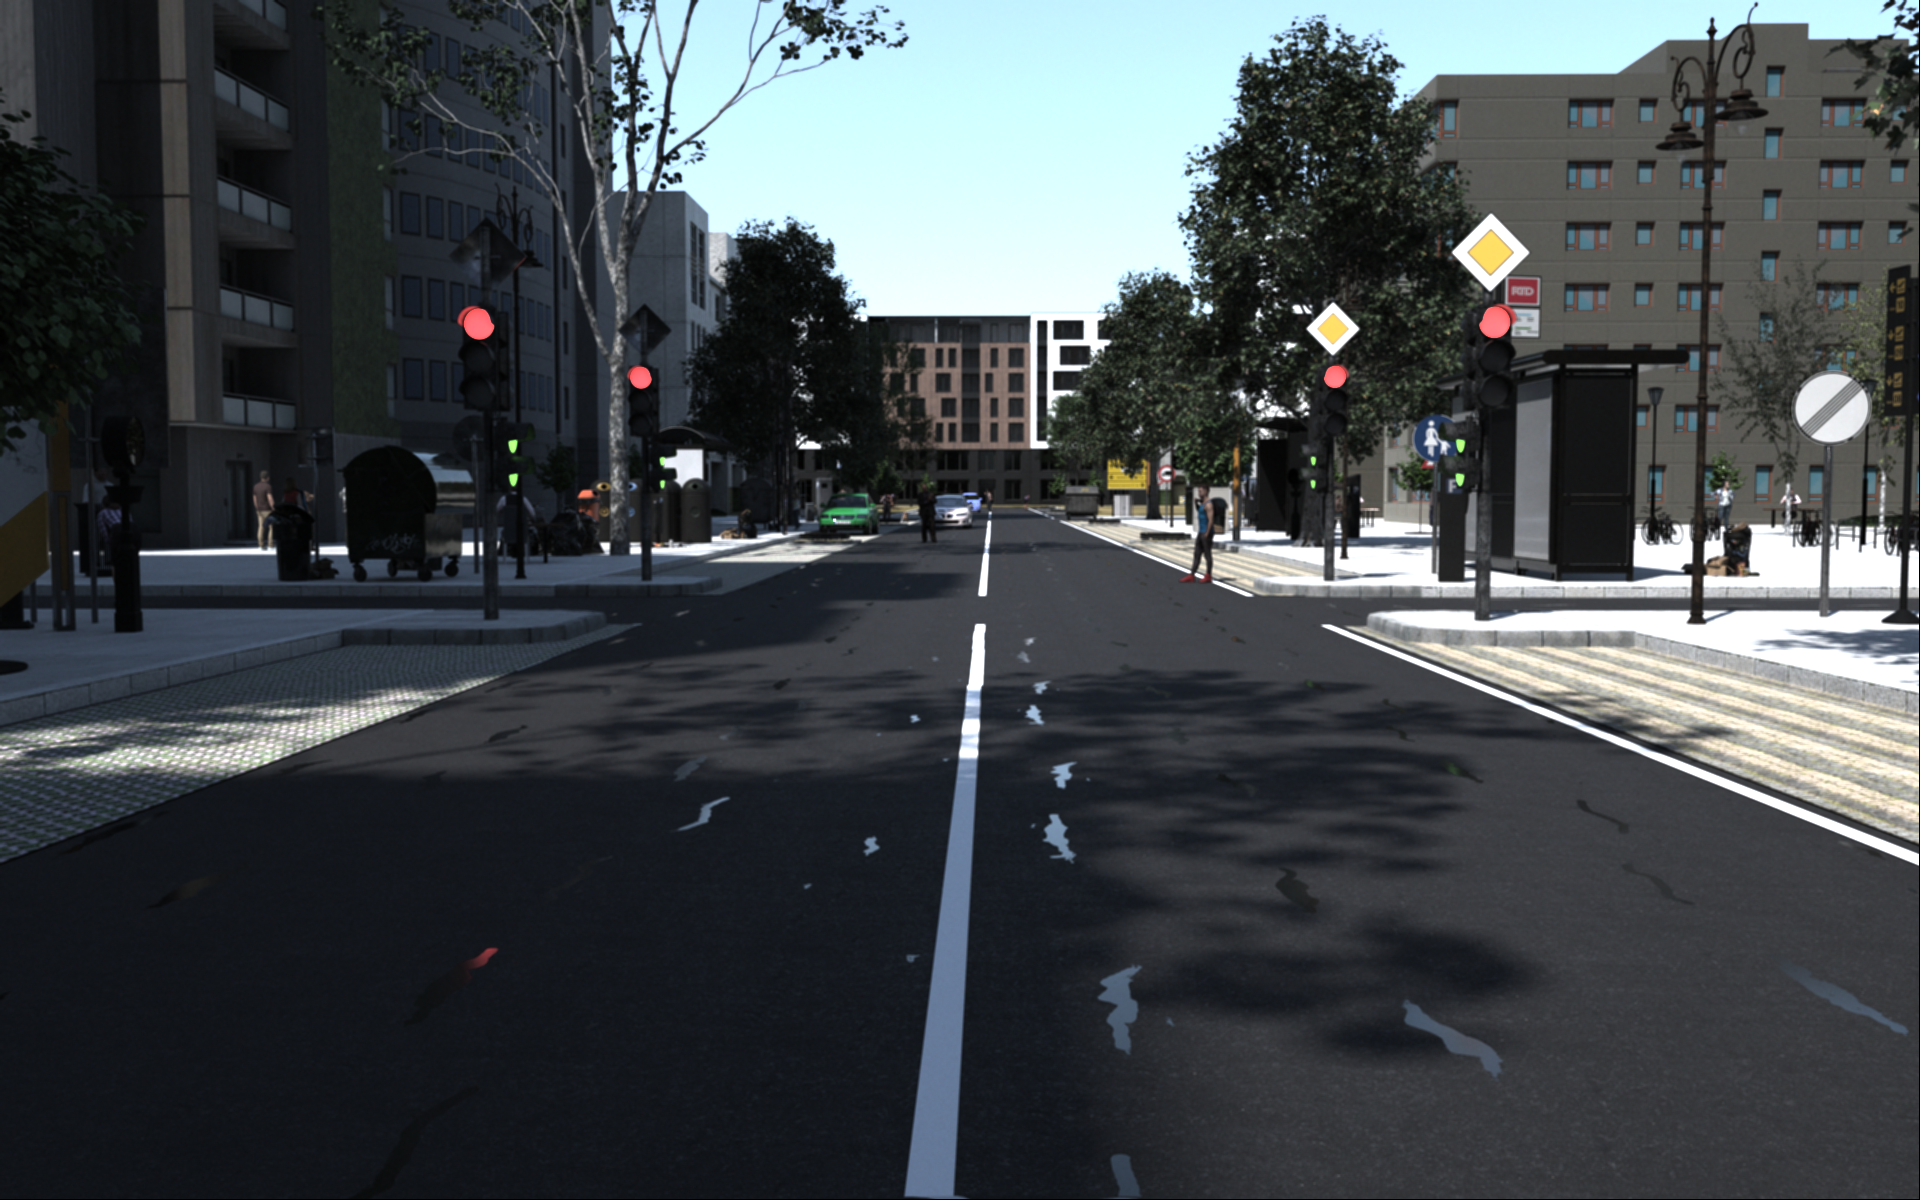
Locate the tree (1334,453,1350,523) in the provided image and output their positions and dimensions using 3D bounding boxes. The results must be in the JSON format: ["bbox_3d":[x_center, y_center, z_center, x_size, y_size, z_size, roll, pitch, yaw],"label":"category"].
[{"bbox_3d":[16.642,-5.062,77.361,1.663,3.219,1.824,0,3,0],"label":"tree"}]

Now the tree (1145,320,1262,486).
[{"bbox_3d":[9.730,-7.444,72.076,4.360,8.622,3.978,0,3,0],"label":"tree"}]

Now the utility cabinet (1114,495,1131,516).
[{"bbox_3d":[9.458,-5.487,100.879,1.020,1.237,0.306,2,4,31],"label":"utility cabinet"}]

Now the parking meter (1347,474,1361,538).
[{"bbox_3d":[11.458,-2.742,50.544,0.399,1.863,0.255,-2,4,-24],"label":"parking meter"}]

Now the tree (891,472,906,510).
[{"bbox_3d":[-5.660,-9.610,151.729,1.663,3.219,1.824,0,3,0],"label":"tree"}]

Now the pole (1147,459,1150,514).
[{"bbox_3d":[10.963,-6.548,100.898,0.158,3.312,0.155,0,3,0],"label":"pole"}]

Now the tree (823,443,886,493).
[{"bbox_3d":[-5.813,-6.805,94.974,4.285,4.588,4.351,0,3,0],"label":"tree"}]

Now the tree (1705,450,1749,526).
[{"bbox_3d":[30.423,-4.574,69.387,1.663,3.219,1.824,0,3,0],"label":"tree"}]

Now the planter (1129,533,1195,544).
[{"bbox_3d":[5.915,-1.778,50.202,1.991,0.319,1.994,0,4,1],"label":"planter"}]

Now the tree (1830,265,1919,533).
[{"bbox_3d":[30.520,-6.499,56.623,4.737,8.622,4.395,0,3,0],"label":"tree"}]

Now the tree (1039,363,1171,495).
[{"bbox_3d":[10.306,-10.487,105.867,8.767,10.594,7.601,1,4,20],"label":"tree"}]

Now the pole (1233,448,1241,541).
[{"bbox_3d":[7.575,-3.274,47.377,0.158,3.312,0.155,0,3,0],"label":"pole"}]

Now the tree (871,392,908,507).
[{"bbox_3d":[-5.325,-10.238,117.754,4.737,8.622,4.395,0,3,0],"label":"tree"}]

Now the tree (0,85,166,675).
[{"bbox_3d":[-7.556,-1.750,12.325,4.285,4.588,4.351,0,3,0],"label":"tree"}]

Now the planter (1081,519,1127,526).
[{"bbox_3d":[6.417,-3.440,77.386,1.991,0.319,1.994,0,4,1],"label":"planter"}]

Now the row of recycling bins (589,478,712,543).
[{"bbox_3d":[-8.200,-2.366,45.804,3.534,1.692,1.069,1,4,17],"label":"row of recycling bins"}]

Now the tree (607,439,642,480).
[{"bbox_3d":[-11.320,-4.049,60.795,1.663,3.219,1.824,0,3,0],"label":"tree"}]

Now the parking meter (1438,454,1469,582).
[{"bbox_3d":[7.195,-1.195,25.242,0.399,1.863,0.255,1,4,10],"label":"parking meter"}]

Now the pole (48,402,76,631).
[{"bbox_3d":[-8.414,-1.366,16.173,0.158,3.312,0.155,0,3,0],"label":"pole"}]

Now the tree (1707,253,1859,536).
[{"bbox_3d":[24.935,-6.244,52.456,4.360,8.622,3.978,0,3,0],"label":"tree"}]

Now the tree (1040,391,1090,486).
[{"bbox_3d":[11.279,-14.588,164.273,9.928,11.665,9.643,0,3,0],"label":"tree"}]

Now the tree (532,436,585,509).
[{"bbox_3d":[-13.409,-3.849,57.531,1.663,3.219,1.824,0,3,0],"label":"tree"}]

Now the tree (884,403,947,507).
[{"bbox_3d":[-5.106,-14.710,174.916,8.767,10.594,7.601,1,4,22],"label":"tree"}]

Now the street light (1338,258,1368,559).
[{"bbox_3d":[7.595,-3.748,34.064,0.468,5.910,1.993,0,4,1],"label":"street light"}]

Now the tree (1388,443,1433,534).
[{"bbox_3d":[14.904,-3.742,55.785,1.663,3.219,1.824,0,3,0],"label":"tree"}]

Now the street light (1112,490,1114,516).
[{"bbox_3d":[8.799,-7.741,99.348,0.468,5.910,1.993,0,4,1],"label":"street light"}]

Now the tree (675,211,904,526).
[{"bbox_3d":[-7.088,-9.381,70.389,9.611,12.733,9.660,0,3,0],"label":"tree"}]

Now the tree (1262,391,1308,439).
[{"bbox_3d":[17.498,-8.690,92.443,4.360,8.622,3.978,0,3,0],"label":"tree"}]

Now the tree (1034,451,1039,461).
[{"bbox_3d":[11.180,-14.695,174.673,8.767,10.594,7.601,3,5,41],"label":"tree"}]

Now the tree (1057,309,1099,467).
[{"bbox_3d":[9.577,-10.344,86.125,9.611,12.733,9.660,0,3,0],"label":"tree"}]

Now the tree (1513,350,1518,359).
[{"bbox_3d":[18.726,-6.933,63.721,4.360,8.622,3.978,0,3,0],"label":"tree"}]

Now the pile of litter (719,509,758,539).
[{"bbox_3d":[-6.427,-2.194,49.836,1.176,0.858,1.719,2,4,24],"label":"pile of litter"}]

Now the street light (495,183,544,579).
[{"bbox_3d":[-6.675,-3.263,26.135,0.468,5.910,1.993,0,4,1],"label":"street light"}]

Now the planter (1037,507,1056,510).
[{"bbox_3d":[7.860,-8.198,155.174,1.991,0.319,1.994,0,4,1],"label":"planter"}]

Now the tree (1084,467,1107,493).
[{"bbox_3d":[9.400,-7.744,121.212,1.663,3.219,1.824,0,3,0],"label":"tree"}]

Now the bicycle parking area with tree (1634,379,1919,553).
[{"bbox_3d":[20.858,-3.560,45.203,9.016,4.147,8.231,-3,4,-37],"label":"bicycle parking area with tree"}]

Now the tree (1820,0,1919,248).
[{"bbox_3d":[8.219,-5.558,7.878,9.611,12.733,9.660,0,3,0],"label":"tree"}]

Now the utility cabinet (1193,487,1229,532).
[{"bbox_3d":[8.427,-3.028,58.184,1.173,1.500,0.318,0,4,-4],"label":"utility cabinet"}]

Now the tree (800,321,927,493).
[{"bbox_3d":[-5.852,-10.699,100.685,9.928,11.665,9.643,0,3,0],"label":"tree"}]

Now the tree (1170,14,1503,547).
[{"bbox_3d":[8.691,-7.629,41.743,9.611,12.733,9.660,0,3,0],"label":"tree"}]

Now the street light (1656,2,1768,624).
[{"bbox_3d":[7.290,-2.702,16.962,0.468,5.910,1.993,0,4,1],"label":"street light"}]

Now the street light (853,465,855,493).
[{"bbox_3d":[-5.551,-7.224,90.907,0.468,5.910,1.993,0,4,1],"label":"street light"}]

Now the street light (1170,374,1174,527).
[{"bbox_3d":[8.173,-5.743,66.692,0.468,5.910,1.993,0,4,1],"label":"street light"}]

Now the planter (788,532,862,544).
[{"bbox_3d":[-3.891,-1.788,50.373,1.991,0.319,1.994,0,4,1],"label":"planter"}]

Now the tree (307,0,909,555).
[{"bbox_3d":[-7.134,-11.097,37.320,12.611,20.169,13.585,0,3,0],"label":"tree"}]

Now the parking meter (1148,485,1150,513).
[{"bbox_3d":[10.836,-5.644,97.990,0.399,1.863,0.255,1,4,15],"label":"parking meter"}]

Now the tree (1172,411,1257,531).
[{"bbox_3d":[9.065,-4.744,61.281,4.285,4.588,4.351,0,3,0],"label":"tree"}]

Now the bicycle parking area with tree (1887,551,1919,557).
[{"bbox_3d":[22.867,-2.987,35.843,8.231,4.147,9.016,2,4,25],"label":"bicycle parking area with tree"}]

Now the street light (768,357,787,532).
[{"bbox_3d":[-6.143,-5.238,58.430,0.468,5.910,1.993,0,4,1],"label":"street light"}]
